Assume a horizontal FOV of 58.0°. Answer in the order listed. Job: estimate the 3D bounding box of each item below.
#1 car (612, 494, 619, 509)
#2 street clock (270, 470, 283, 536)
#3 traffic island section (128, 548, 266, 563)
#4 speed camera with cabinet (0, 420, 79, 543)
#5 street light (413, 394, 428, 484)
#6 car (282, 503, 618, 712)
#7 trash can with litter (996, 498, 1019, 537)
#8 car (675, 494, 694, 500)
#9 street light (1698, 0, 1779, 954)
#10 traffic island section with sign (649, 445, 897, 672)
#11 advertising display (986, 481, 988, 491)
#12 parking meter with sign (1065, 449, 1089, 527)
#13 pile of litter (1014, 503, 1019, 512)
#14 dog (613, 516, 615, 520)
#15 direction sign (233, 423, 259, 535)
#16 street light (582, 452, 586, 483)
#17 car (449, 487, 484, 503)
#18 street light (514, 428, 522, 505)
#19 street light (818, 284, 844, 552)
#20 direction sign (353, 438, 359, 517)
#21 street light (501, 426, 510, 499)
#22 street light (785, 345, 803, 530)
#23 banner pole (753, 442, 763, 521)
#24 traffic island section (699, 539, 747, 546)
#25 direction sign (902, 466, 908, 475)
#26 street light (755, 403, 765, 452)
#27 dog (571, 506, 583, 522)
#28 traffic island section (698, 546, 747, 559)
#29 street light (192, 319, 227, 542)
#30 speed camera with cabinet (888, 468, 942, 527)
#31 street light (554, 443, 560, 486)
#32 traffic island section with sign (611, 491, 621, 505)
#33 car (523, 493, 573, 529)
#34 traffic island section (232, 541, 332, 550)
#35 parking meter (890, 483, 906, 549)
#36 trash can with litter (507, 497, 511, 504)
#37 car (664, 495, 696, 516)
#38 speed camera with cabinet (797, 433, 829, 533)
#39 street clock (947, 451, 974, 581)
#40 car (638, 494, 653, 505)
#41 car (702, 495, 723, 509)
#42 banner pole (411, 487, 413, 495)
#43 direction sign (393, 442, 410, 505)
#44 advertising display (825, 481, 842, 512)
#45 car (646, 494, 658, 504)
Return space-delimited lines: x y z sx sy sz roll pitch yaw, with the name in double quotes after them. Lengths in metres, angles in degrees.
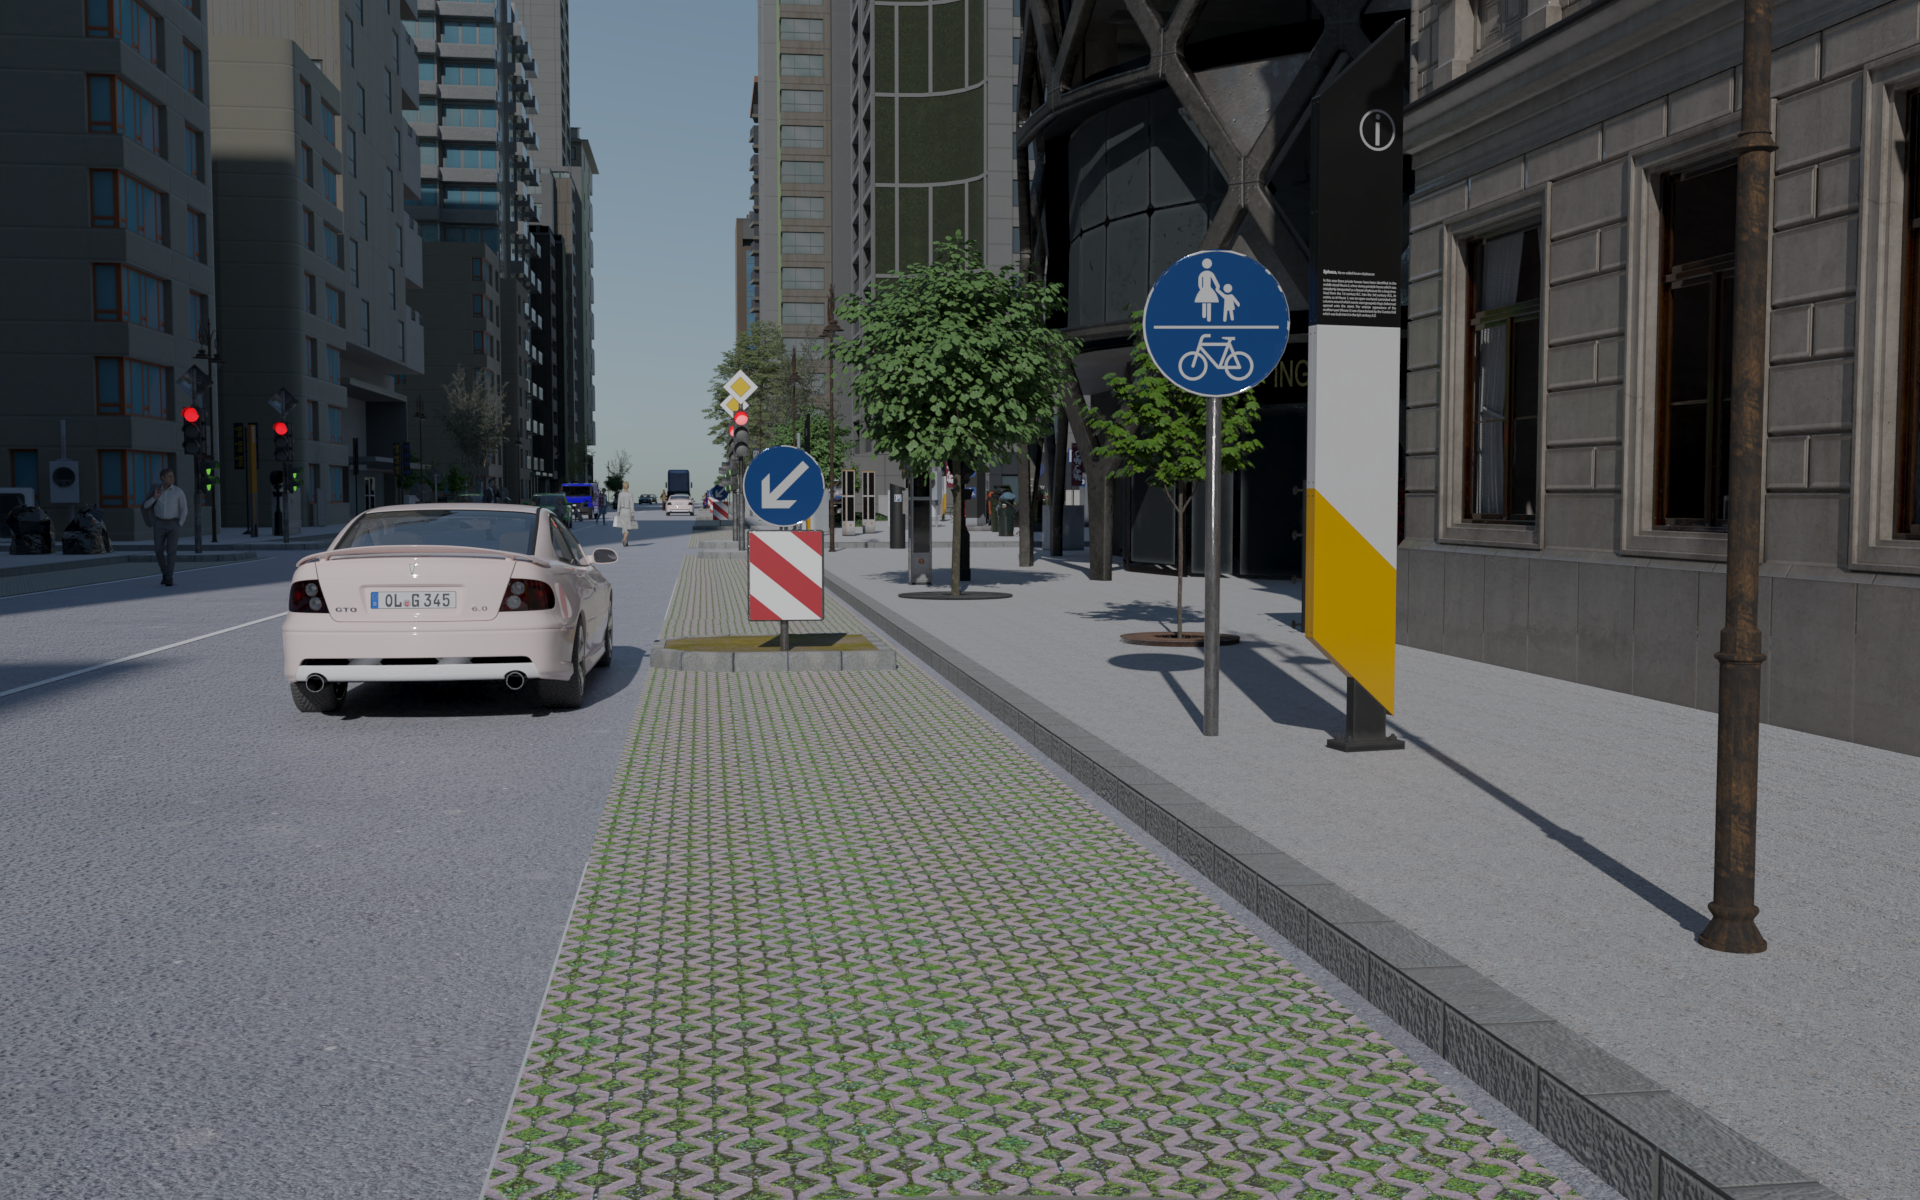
-31.921 -9.428 163.929 2.009 1.686 4.222 0 4 -7 "car"
-20.837 -2.957 52.921 0.358 2.002 0.471 1 4 13 "street clock"
-16.543 -0.936 37.586 2.009 0.180 2.903 -1 4 -8 "traffic island section"
-24.414 -3.143 45.723 2.038 3.252 0.660 -2 4 -25 "speed camera with cabinet"
-24.944 -6.567 80.163 0.468 5.910 1.993 -1 4 -8 "street light"
-3.628 -0.030 12.845 2.083 1.381 4.827 0 4 -7 "car"
1.630 -2.512 52.459 1.055 1.170 0.624 0 4 -4 "trash can with litter"
-24.515 -8.605 152.487 2.131 1.459 4.920 0 4 -7 "car"
2.194 -1.954 4.740 0.468 5.910 1.993 -1 4 -8 "street light"
-1.640 -0.378 14.805 1.989 1.847 2.006 -1 4 -8 "traffic island section with sign"
1.232 -4.769 83.184 0.123 1.923 0.974 0 4 8 "advertising display"
5.012 -4.315 66.812 1.738 3.016 0.543 -2 4 -35 "parking meter with sign"
2.803 -5.073 96.909 1.719 0.858 1.176 -1 4 -14 "pile of litter"
-16.222 -3.793 82.205 0.748 0.427 0.550 -2 4 -34 "dog"
-22.631 -3.852 54.975 0.876 3.537 0.379 1 4 14 "direction sign"
-41.023 -13.243 189.308 0.468 5.910 1.993 -1 4 -8 "street light"
-22.600 -4.375 80.329 1.959 1.807 4.718 0 4 -8 "car"
-30.999 -9.111 121.747 0.468 5.910 1.993 -1 4 -8 "street light"
-2.835 -4.003 38.231 0.468 5.910 1.993 -1 4 -8 "street light"
-24.384 -4.768 69.949 0.379 3.537 0.876 -2 4 -31 "direction sign"
-29.833 -8.617 113.675 0.468 5.910 1.993 -1 4 -8 "street light"
-5.159 -4.963 53.938 0.468 5.910 1.993 -1 4 -8 "street light"
-9.652 -5.689 83.029 0.401 3.779 0.863 3 4 37 "banner pole"
-6.095 -1.524 47.192 2.009 0.180 2.903 -1 4 -8 "traffic island section"
-2.684 -5.699 85.183 0.379 3.537 0.876 1 4 21 "direction sign"
-10.056 -7.013 87.448 0.468 5.910 1.993 -1 4 -8 "street light"
-19.832 -4.481 90.098 0.513 0.831 0.800 -3 5 -43 "dog"
-4.926 -1.040 39.293 2.009 0.180 2.903 -1 4 -8 "traffic island section"
-19.806 -4.468 45.837 0.468 5.910 1.993 -1 4 -8 "street light"
-1.739 -4.416 66.545 2.038 3.252 0.660 1 4 20 "speed camera with cabinet"
-36.120 -11.178 155.547 0.468 5.910 1.993 -1 4 -8 "street light"
-44.263 -13.228 224.902 1.989 1.847 2.006 -1 4 -8 "traffic island section with sign"
-16.955 -3.830 71.417 1.959 1.807 4.718 -1 4 -10 "car"
-17.711 -1.419 45.485 2.009 0.180 2.903 -1 4 -8 "traffic island section"
-1.464 -1.971 40.629 0.372 1.533 0.369 0 3 0 "parking meter"
-31.032 -6.610 119.462 1.055 1.170 0.624 0 4 8 "trash can with litter"
-18.560 -6.265 114.787 2.083 1.381 4.827 -1 4 -9 "car"
-5.076 -3.826 56.895 0.660 3.252 2.038 2 4 27 "speed camera with cabinet"
0.033 -1.282 25.531 0.358 2.002 0.471 -2 4 -34 "street clock"
-43.428 -14.021 239.035 2.009 1.686 4.222 0 4 -7 "car"
-22.501 -8.860 157.439 1.945 1.354 3.894 0 4 -8 "car"
-36.394 -7.613 114.493 0.863 3.779 0.401 1 4 23 "banner pole"
-24.378 -5.118 75.673 0.876 3.537 0.379 1 4 20 "direction sign"
-6.139 -4.827 84.136 0.974 1.923 0.123 1 4 14 "advertising display"
-47.070 -15.532 264.174 2.015 1.641 3.980 0 4 -7 "car"
